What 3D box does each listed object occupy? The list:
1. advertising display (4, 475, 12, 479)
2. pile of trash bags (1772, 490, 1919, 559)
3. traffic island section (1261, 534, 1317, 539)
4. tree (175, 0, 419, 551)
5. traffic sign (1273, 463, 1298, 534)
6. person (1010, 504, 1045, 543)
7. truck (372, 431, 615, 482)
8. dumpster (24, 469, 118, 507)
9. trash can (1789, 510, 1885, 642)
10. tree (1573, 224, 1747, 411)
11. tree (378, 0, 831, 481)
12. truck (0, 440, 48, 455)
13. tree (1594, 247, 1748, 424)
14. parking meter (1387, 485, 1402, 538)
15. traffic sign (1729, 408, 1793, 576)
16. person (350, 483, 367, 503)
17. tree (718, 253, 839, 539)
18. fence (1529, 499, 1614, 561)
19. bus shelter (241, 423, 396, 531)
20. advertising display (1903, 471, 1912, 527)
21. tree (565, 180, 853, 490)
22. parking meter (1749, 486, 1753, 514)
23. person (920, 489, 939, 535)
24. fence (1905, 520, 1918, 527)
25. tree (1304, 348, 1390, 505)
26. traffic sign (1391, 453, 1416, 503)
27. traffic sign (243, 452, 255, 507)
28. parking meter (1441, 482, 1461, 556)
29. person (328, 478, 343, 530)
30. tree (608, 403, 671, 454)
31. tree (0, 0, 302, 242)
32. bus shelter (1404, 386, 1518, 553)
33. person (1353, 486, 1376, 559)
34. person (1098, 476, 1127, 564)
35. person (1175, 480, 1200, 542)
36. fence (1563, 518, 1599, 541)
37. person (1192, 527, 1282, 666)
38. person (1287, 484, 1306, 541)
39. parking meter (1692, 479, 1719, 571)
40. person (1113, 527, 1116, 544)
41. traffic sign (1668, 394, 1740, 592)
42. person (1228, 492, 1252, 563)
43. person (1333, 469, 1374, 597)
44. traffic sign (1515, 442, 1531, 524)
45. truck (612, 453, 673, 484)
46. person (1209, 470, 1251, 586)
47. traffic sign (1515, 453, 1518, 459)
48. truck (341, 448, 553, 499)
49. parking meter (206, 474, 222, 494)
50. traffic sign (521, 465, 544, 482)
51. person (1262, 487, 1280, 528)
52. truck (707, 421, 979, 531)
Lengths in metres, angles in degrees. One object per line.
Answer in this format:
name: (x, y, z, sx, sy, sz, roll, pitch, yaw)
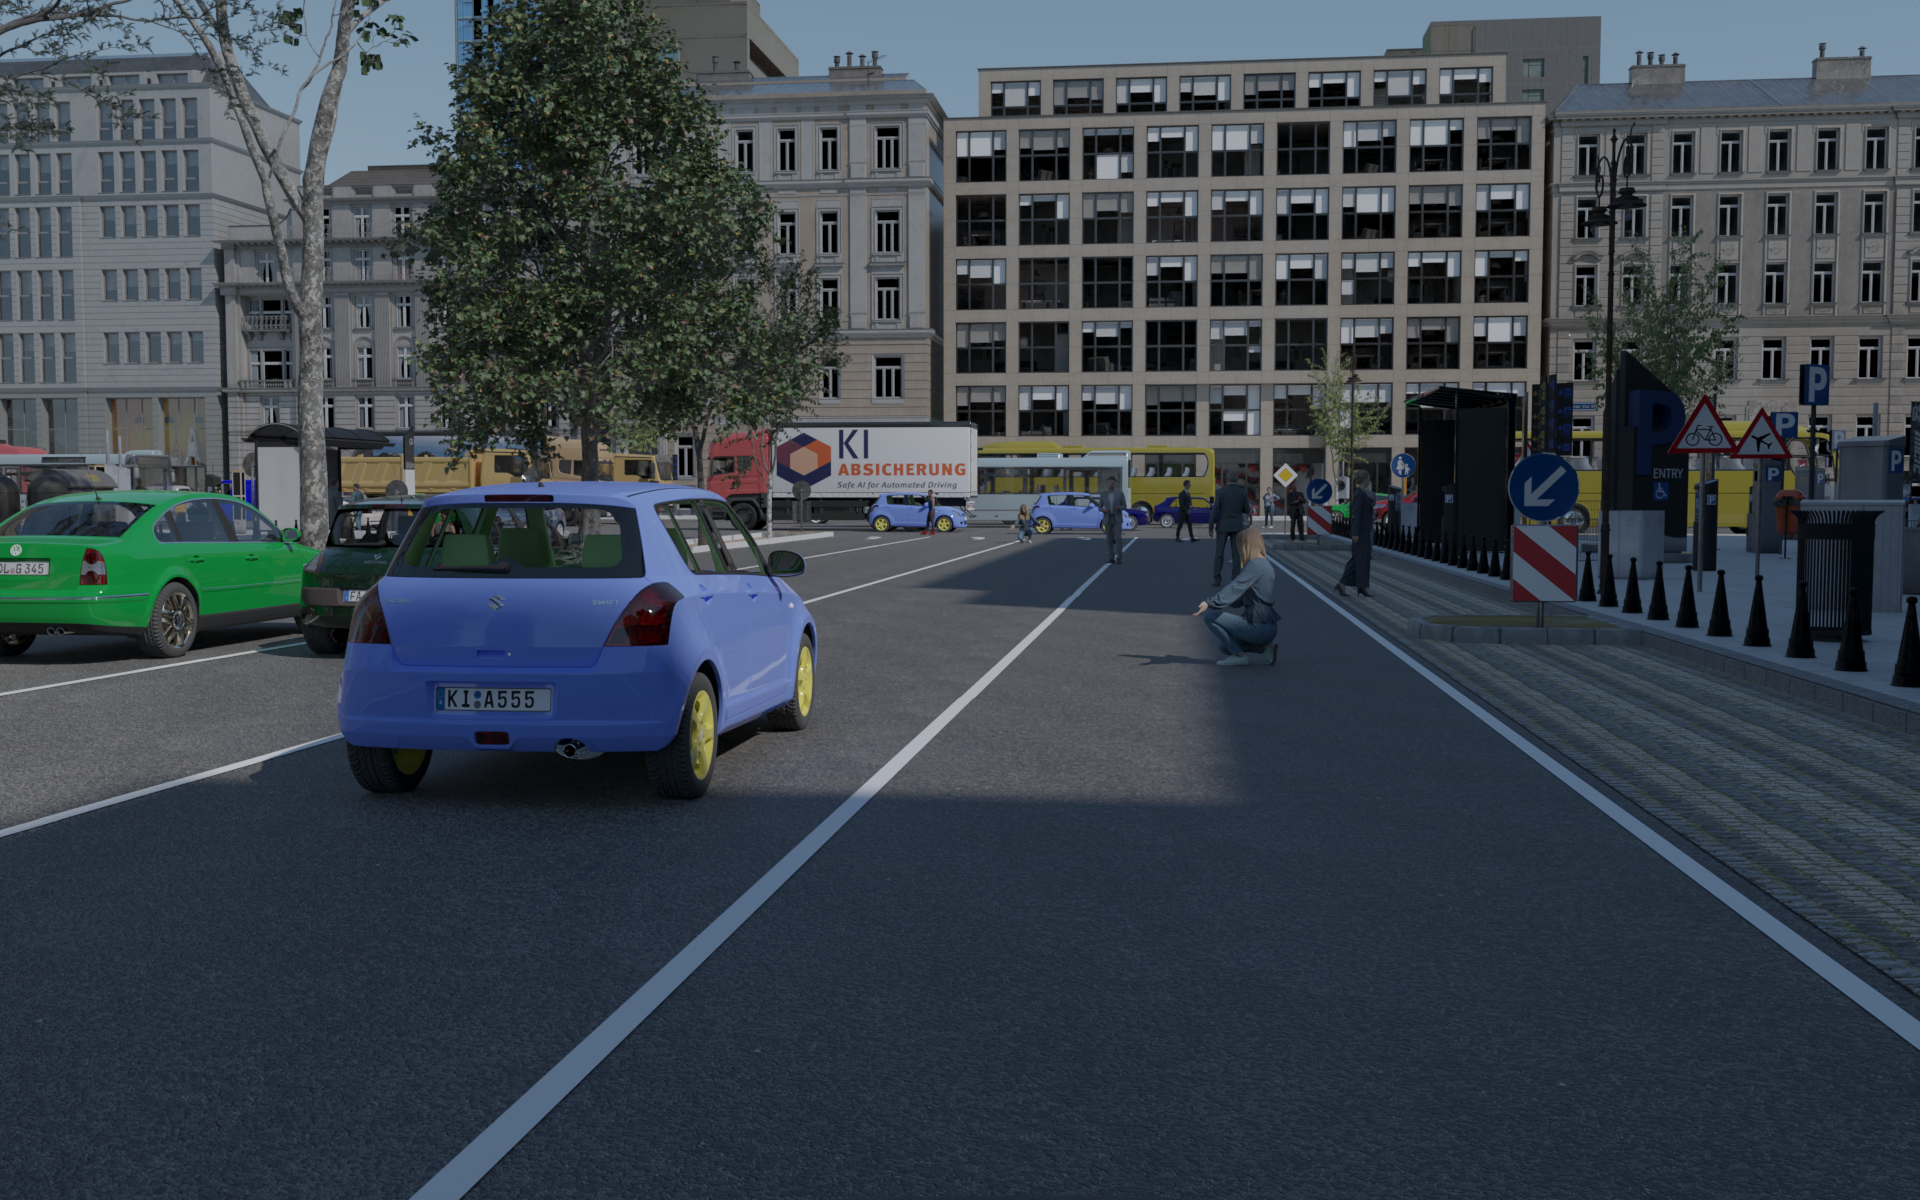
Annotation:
advertising display: (-31.857, -3.196, 57.461, 0.123, 1.923, 0.974, 1, 4, 13)
pile of trash bags: (17.590, -1.458, 33.588, 3.447, 1.369, 1.912, 3, 5, 40)
traffic island section: (10.502, -2.054, 55.857, 2.009, 0.180, 2.903, 0, 4, 7)
tree: (-10.509, -10.234, 25.670, 12.611, 20.169, 13.585, 0, 3, 0)
traffic sign: (10.478, -3.189, 55.783, 0.795, 2.450, 0.064, 0, 4, 7)
person: (2.003, -2.251, 50.806, 1.012, 1.151, 0.738, 0, 4, 6)
truck: (-20.584, -5.440, 77.865, 11.283, 4.237, 2.839, 0, 4, 7)
dumpster: (-20.851, -2.133, 40.635, 1.264, 1.857, 1.865, 0, 4, 7)
trash can: (7.664, -0.216, 15.178, 0.748, 1.137, 0.748, 0, 3, 0)
tree: (18.910, -5.900, 46.828, 4.737, 8.622, 4.395, 0, 3, 0)
tree: (-7.903, -7.179, 36.845, 9.611, 12.733, 9.660, 0, 3, 0)
truck: (-51.592, -6.093, 88.535, 11.283, 4.237, 2.839, 0, 4, 6)
tree: (21.418, -6.239, 52.378, 4.360, 8.622, 3.978, 0, 3, 0)
parking meter: (12.078, -2.430, 48.147, 0.372, 1.533, 0.369, 0, 3, 0)
traffic sign: (12.062, -1.598, 26.132, 0.884, 2.594, 0.081, 1, 4, 13)
person: (-21.695, -3.287, 62.235, 0.794, 1.824, 0.713, -3, 5, -41)
tree: (-5.776, -6.102, 52.594, 4.360, 8.622, 3.978, 0, 3, 0)
fence: (10.934, -1.209, 30.963, 2.264, 1.192, 0.480, -2, 4, -29)
bus shelter: (-19.046, -3.539, 51.794, 2.014, 3.302, 5.546, 0, 4, 7)
advertising display: (25.649, -2.592, 47.589, 0.974, 1.923, 0.123, 0, 4, -5)
tree: (-6.840, -6.708, 46.552, 8.767, 10.594, 7.601, 0, 4, 7)
parking meter: (19.014, -2.013, 41.316, 0.372, 1.533, 0.369, 0, 3, 0)
person: (-1.072, -3.103, 61.104, 0.662, 1.594, 0.647, -2, 4, -24)
fence: (21.408, -1.508, 40.032, 2.069, 0.683, 0.278, 3, 5, 45)
tree: (19.041, -8.346, 86.818, 4.737, 8.622, 4.395, 0, 3, 0)
traffic sign: (13.888, -3.316, 54.331, 0.768, 2.556, 0.104, 1, 4, 13)
traffic sign: (-21.619, -3.234, 52.974, 0.768, 2.556, 0.104, 1, 4, 16)
parking meter: (10.182, -1.682, 35.919, 0.372, 1.533, 0.369, 0, 3, 0)
person: (-14.886, -2.005, 41.386, 0.694, 1.812, 0.767, 2, 4, 32)
tree: (-16.722, -8.651, 91.811, 4.737, 8.622, 4.395, 0, 3, 0)
tree: (-11.001, -6.140, 13.223, 12.009, 13.543, 11.850, 0, 3, 0)
bus shelter: (11.648, -3.017, 40.615, 1.731, 3.624, 6.357, 0, 4, 7)
person: (8.832, -1.784, 37.857, 0.511, 1.800, 0.466, 0, 4, -3)
person: (3.119, -1.647, 35.622, 0.606, 1.804, 0.583, 1, 4, 11)
person: (6.756, -2.644, 51.508, 0.755, 1.850, 0.659, 2, 4, 33)
fence: (15.201, -1.644, 42.256, 0.278, 0.683, 2.069, 0, 4, -8)
person: (2.281, -0.030, 14.487, 0.738, 1.151, 1.012, 2, 4, 32)
person: (10.332, -2.687, 53.123, 0.565, 1.739, 0.600, -2, 4, -25)
parking meter: (12.438, -1.253, 28.901, 0.372, 1.533, 0.369, 0, 3, 0)
person: (4.430, -2.340, 49.998, 0.421, 1.427, 0.697, 2, 4, 28)
traffic sign: (9.706, -1.386, 22.657, 0.884, 2.594, 0.081, 1, 4, 11)
person: (5.774, -1.509, 35.772, 0.503, 1.515, 0.523, 0, 4, -2)
person: (5.517, -0.924, 24.032, 0.534, 1.772, 0.576, -1, 4, -11)
traffic sign: (13.828, -2.587, 42.308, 0.884, 2.594, 0.081, 1, 4, 17)
truck: (-17.863, -5.336, 83.174, 9.791, 3.379, 3.469, 0, 4, 6)
person: (4.168, -1.115, 26.911, 0.661, 1.801, 0.590, 0, 4, -6)
traffic sign: (16.452, -3.167, 51.894, 0.768, 2.556, 0.104, 1, 4, 13)
truck: (-21.466, -4.756, 73.681, 9.791, 3.379, 3.469, 0, 4, 5)
parking meter: (-21.649, -2.725, 50.273, 0.399, 1.863, 0.255, 2, 4, 27)
traffic sign: (-14.559, -3.386, 59.009, 0.795, 2.450, 0.064, 0, 4, 7)
person: (13.048, -3.902, 73.026, 0.376, 1.734, 0.841, -3, 5, -42)
truck: (-4.999, -4.876, 68.639, 11.283, 4.237, 2.839, 0, 4, 7)
